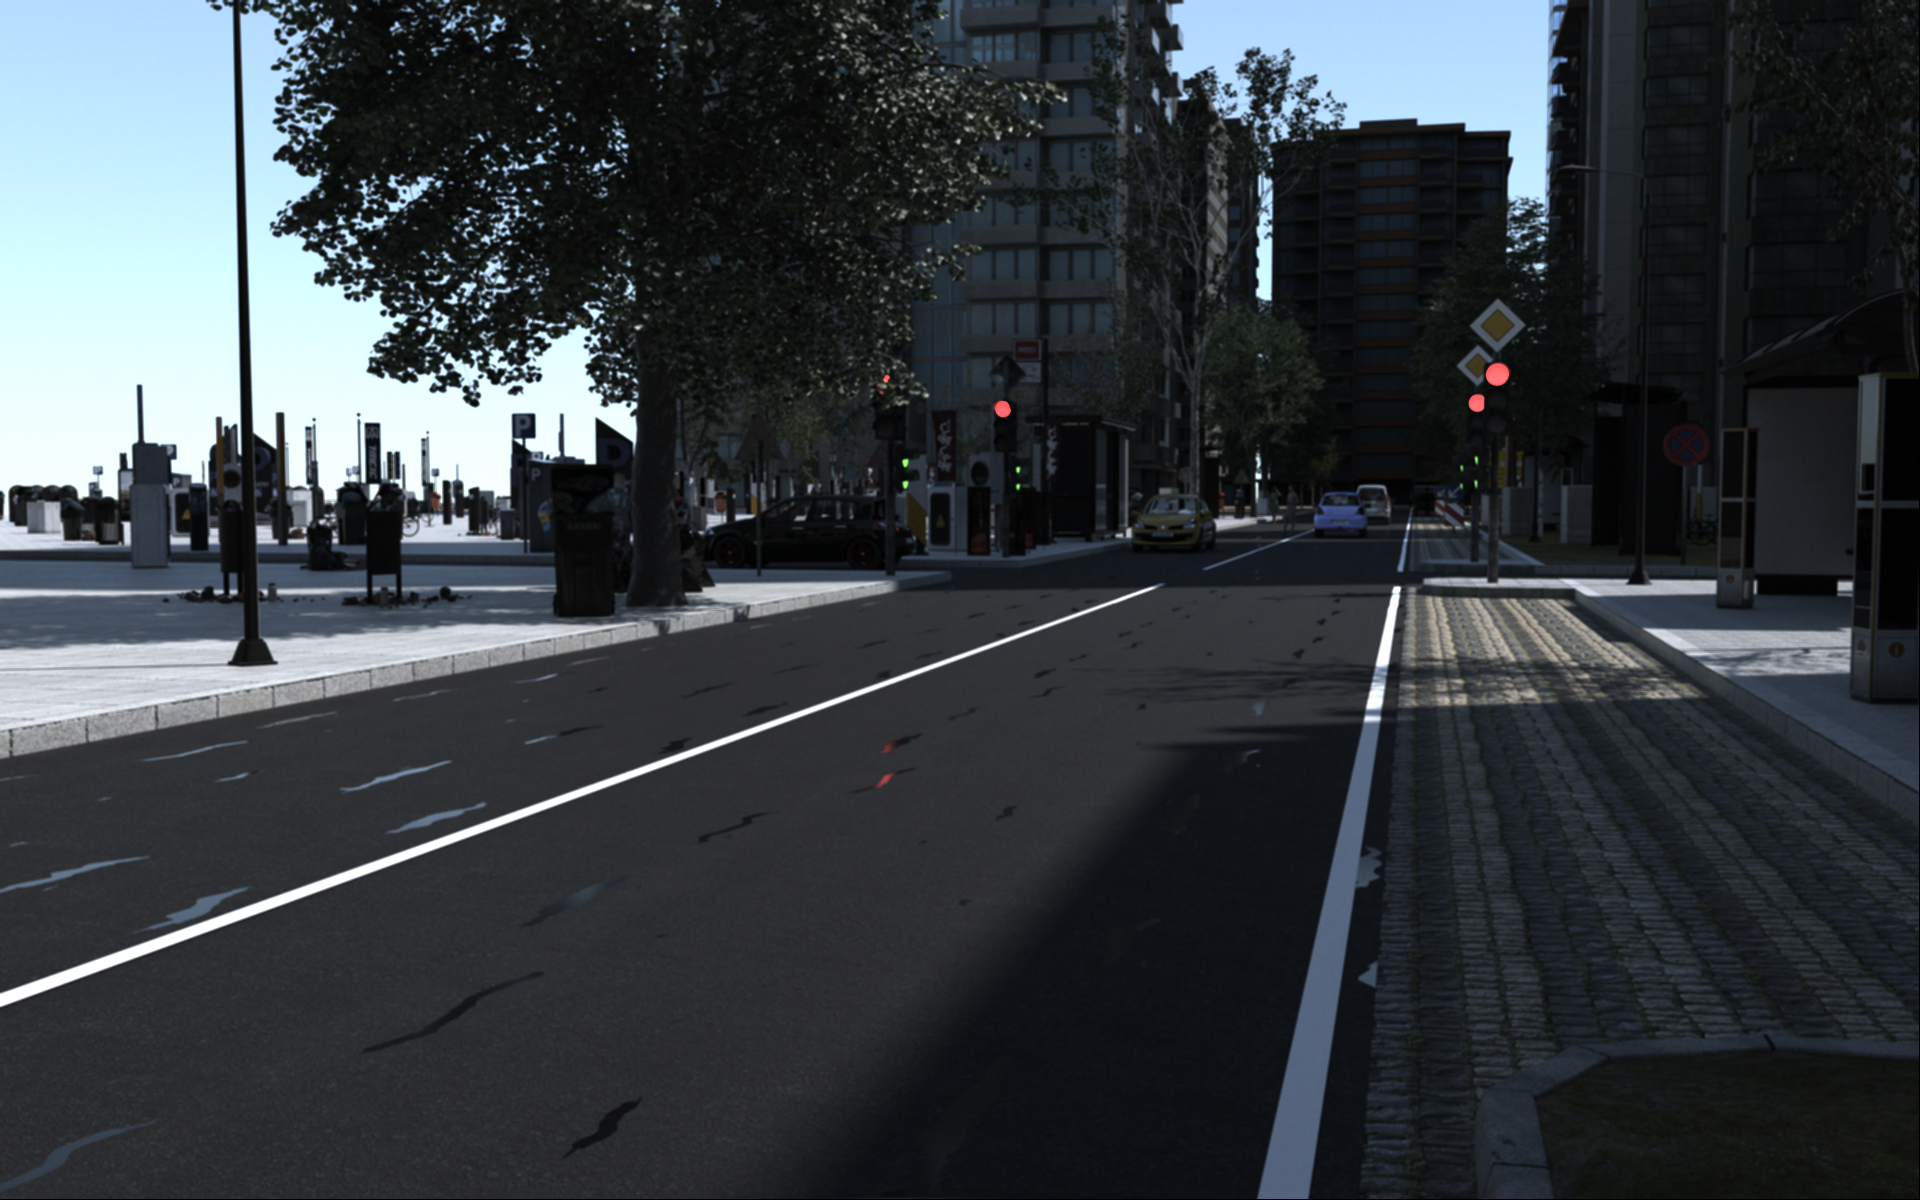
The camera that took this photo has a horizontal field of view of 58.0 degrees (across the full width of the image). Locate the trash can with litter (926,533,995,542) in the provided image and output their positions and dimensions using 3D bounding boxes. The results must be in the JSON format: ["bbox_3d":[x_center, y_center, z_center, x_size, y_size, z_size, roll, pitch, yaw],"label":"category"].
[{"bbox_3d":[0.181,-2.158,46.345,2.233,1.210,1.678,-1,4,-23],"label":"trash can with litter"}]

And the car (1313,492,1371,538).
[{"bbox_3d":[12.829,-2.976,58.250,1.945,1.707,3.694,1,4,14],"label":"car"}]

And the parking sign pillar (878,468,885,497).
[{"bbox_3d":[-4.310,-6.759,98.979,1.447,3.967,1.447,1,4,12],"label":"parking sign pillar"}]

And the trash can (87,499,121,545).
[{"bbox_3d":[-21.645,-1.979,44.013,0.748,1.137,0.748,0,3,0],"label":"trash can"}]

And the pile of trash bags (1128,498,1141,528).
[{"bbox_3d":[6.235,-3.527,67.415,1.912,1.369,3.447,0,4,7],"label":"pile of trash bags"}]

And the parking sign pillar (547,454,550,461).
[{"bbox_3d":[-27.883,-7.804,116.062,1.447,3.967,1.447,0,4,5],"label":"parking sign pillar"}]

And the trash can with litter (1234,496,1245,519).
[{"bbox_3d":[14.494,-4.829,90.347,0.624,1.170,1.055,0,4,-7],"label":"trash can with litter"}]

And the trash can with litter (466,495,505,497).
[{"bbox_3d":[-14.848,-2.629,54.035,1.678,1.210,2.233,-2,4,-29],"label":"trash can with litter"}]

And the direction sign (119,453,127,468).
[{"bbox_3d":[-45.794,-6.292,94.870,0.876,3.537,0.379,3,5,42],"label":"direction sign"}]

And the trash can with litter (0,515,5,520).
[{"bbox_3d":[-47.821,-4.540,85.612,1.055,1.170,0.624,0,4,-3],"label":"trash can with litter"}]

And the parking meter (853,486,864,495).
[{"bbox_3d":[-3.309,-2.946,56.572,0.372,1.533,0.369,0,3,0],"label":"parking meter"}]

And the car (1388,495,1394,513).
[{"bbox_3d":[33.104,-7.574,136.197,2.083,1.381,4.827,1,4,16],"label":"car"}]

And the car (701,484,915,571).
[{"bbox_3d":[-2.944,-1.418,32.963,4.222,1.686,2.009,1,4,13],"label":"car"}]

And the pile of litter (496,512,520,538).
[{"bbox_3d":[-12.947,-2.250,50.758,1.176,0.858,1.719,-2,4,-32],"label":"pile of litter"}]

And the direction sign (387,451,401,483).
[{"bbox_3d":[-30.075,-6.118,92.030,0.876,3.537,0.379,2,4,24],"label":"direction sign"}]

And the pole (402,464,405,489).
[{"bbox_3d":[-37.401,-7.502,116.501,0.158,3.312,0.155,0,3,0],"label":"pole"}]

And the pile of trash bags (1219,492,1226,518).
[{"bbox_3d":[13.202,-5.154,94.013,1.912,1.369,3.447,-2,4,-32],"label":"pile of trash bags"}]

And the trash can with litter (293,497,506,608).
[{"bbox_3d":[-6.500,-0.584,20.599,1.678,1.210,2.233,1,4,22],"label":"trash can with litter"}]

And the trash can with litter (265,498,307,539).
[{"bbox_3d":[-19.179,-2.319,49.302,0.624,1.170,1.055,2,4,29],"label":"trash can with litter"}]

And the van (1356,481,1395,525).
[{"bbox_3d":[19.367,-4.547,81.348,2.013,2.044,4.112,1,4,15],"label":"van"}]

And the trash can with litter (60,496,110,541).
[{"bbox_3d":[-24.190,-2.221,47.694,1.055,1.170,0.624,0,4,5],"label":"trash can with litter"}]

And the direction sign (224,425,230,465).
[{"bbox_3d":[-24.258,-3.998,57.364,0.379,3.537,0.876,-2,4,-31],"label":"direction sign"}]

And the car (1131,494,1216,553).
[{"bbox_3d":[5.424,-2.052,43.769,2.015,1.641,3.980,1,4,15],"label":"car"}]

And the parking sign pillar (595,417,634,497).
[{"bbox_3d":[-12.031,-4.401,60.429,1.447,3.967,1.447,-1,4,-15],"label":"parking sign pillar"}]

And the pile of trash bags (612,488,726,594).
[{"bbox_3d":[-4.284,-0.865,23.896,1.912,1.369,3.447,0,4,1],"label":"pile of trash bags"}]

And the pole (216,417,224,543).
[{"bbox_3d":[-19.511,-3.171,45.691,0.158,3.312,0.155,0,3,0],"label":"pole"}]

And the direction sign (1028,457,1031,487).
[{"bbox_3d":[4.371,-7.008,106.581,0.379,3.537,0.876,-1,4,-21],"label":"direction sign"}]

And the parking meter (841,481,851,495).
[{"bbox_3d":[-5.066,-4.346,76.771,0.399,1.863,0.255,1,4,10],"label":"parking meter"}]

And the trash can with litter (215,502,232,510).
[{"bbox_3d":[-22.362,-2.574,53.478,1.055,1.170,0.624,-3,5,-45],"label":"trash can with litter"}]

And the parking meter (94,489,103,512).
[{"bbox_3d":[-40.531,-4.469,81.474,0.372,1.533,0.369,0,3,0],"label":"parking meter"}]

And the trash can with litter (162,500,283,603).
[{"bbox_3d":[-8.891,-0.615,21.116,1.678,1.210,2.233,-3,5,-41],"label":"trash can with litter"}]

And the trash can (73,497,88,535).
[{"bbox_3d":[-27.702,-2.643,54.873,0.748,1.137,0.748,0,3,0],"label":"trash can"}]

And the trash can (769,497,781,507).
[{"bbox_3d":[-8.933,-4.375,83.184,0.748,1.137,0.748,0,3,0],"label":"trash can"}]

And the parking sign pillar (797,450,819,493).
[{"bbox_3d":[-9.229,-7.150,105.368,1.447,3.967,1.447,-3,4,-36],"label":"parking sign pillar"}]

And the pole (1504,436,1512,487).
[{"bbox_3d":[19.278,-4.105,60.965,0.158,3.312,0.155,0,3,0],"label":"pole"}]

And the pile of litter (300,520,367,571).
[{"bbox_3d":[-10.668,-0.952,29.535,1.176,0.858,1.719,-1,4,-14],"label":"pile of litter"}]

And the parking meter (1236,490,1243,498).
[{"bbox_3d":[15.935,-5.523,98.704,0.372,1.533,0.369,0,3,0],"label":"parking meter"}]

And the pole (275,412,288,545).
[{"bbox_3d":[-16.928,-3.019,43.209,0.158,3.312,0.155,0,3,0],"label":"pole"}]

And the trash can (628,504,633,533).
[{"bbox_3d":[-10.613,-2.749,56.606,0.748,1.137,0.748,0,3,0],"label":"trash can"}]

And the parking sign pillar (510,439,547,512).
[{"bbox_3d":[-21.119,-5.843,84.007,1.447,3.967,1.447,0,4,7],"label":"parking sign pillar"}]

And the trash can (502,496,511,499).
[{"bbox_3d":[-29.242,-6.138,112.003,0.748,1.137,0.748,0,3,0],"label":"trash can"}]

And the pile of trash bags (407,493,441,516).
[{"bbox_3d":[-31.596,-5.515,99.917,3.447,1.369,1.912,0,4,7],"label":"pile of trash bags"}]

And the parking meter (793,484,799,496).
[{"bbox_3d":[-9.524,-5.772,100.085,0.399,1.863,0.255,3,5,44],"label":"parking meter"}]

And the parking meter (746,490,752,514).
[{"bbox_3d":[-13.472,-6.251,110.619,0.372,1.533,0.369,0,3,0],"label":"parking meter"}]

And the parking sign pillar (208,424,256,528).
[{"bbox_3d":[-27.955,-4.727,65.764,1.447,3.967,1.447,1,4,11],"label":"parking sign pillar"}]

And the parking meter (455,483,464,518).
[{"bbox_3d":[-27.207,-5.409,94.151,0.255,1.863,0.399,3,5,42],"label":"parking meter"}]

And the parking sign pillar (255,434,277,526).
[{"bbox_3d":[-28.656,-5.045,70.956,1.447,3.967,1.447,1,4,11],"label":"parking sign pillar"}]

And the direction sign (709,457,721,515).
[{"bbox_3d":[-15.023,-6.981,106.129,0.379,3.537,0.876,3,5,45],"label":"direction sign"}]

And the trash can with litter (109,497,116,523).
[{"bbox_3d":[-37.472,-3.979,76.446,0.624,1.170,1.055,-2,4,-35],"label":"trash can with litter"}]
